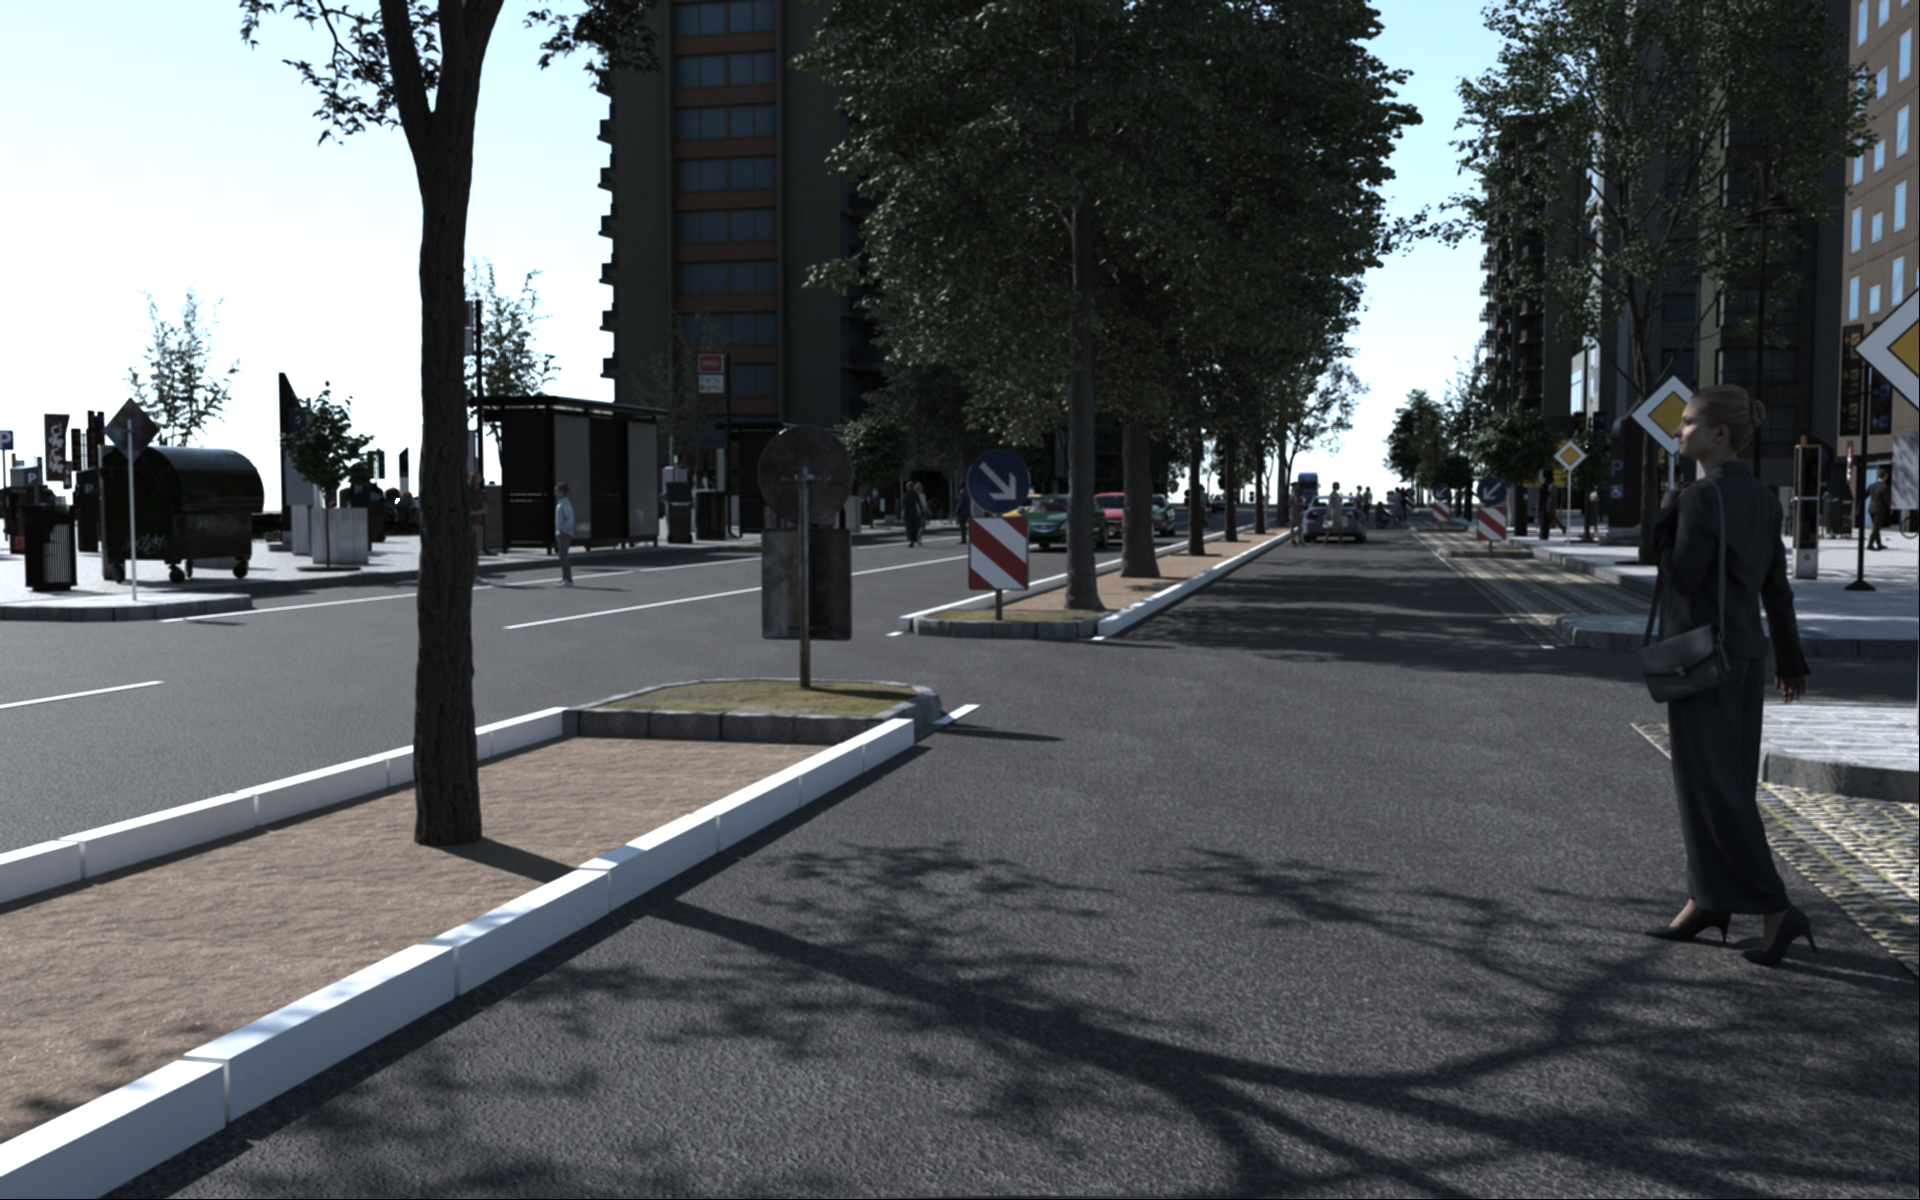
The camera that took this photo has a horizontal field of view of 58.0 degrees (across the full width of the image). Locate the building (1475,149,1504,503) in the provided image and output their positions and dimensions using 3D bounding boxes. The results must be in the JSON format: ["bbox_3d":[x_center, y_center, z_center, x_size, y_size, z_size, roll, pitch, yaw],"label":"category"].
[{"bbox_3d":[79.314,-37.019,224.872,23.786,49.044,30.456,1,4,13],"label":"building"}]

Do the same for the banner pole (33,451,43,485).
[{"bbox_3d":[-53.966,-6.813,101.404,0.401,3.779,0.863,1,4,14],"label":"banner pole"}]

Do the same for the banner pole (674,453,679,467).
[{"bbox_3d":[-15.904,-6.564,97.344,0.401,3.779,0.863,-2,4,-32],"label":"banner pole"}]

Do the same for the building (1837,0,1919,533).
[{"bbox_3d":[38.449,-24.836,56.185,14.600,45.320,14.200,1,4,13],"label":"building"}]

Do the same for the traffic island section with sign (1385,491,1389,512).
[{"bbox_3d":[35.654,-8.055,140.326,1.989,1.847,2.006,1,4,13],"label":"traffic island section with sign"}]

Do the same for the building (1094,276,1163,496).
[{"bbox_3d":[10.660,-33.536,202.934,22.147,44.769,28.867,1,4,13],"label":"building"}]

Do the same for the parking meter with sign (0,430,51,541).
[{"bbox_3d":[-25.287,-3.090,46.786,1.738,3.016,0.543,2,4,28],"label":"parking meter with sign"}]

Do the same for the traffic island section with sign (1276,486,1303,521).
[{"bbox_3d":[17.721,-5.085,91.282,2.006,1.907,1.989,1,4,13],"label":"traffic island section with sign"}]

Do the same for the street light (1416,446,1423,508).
[{"bbox_3d":[46.702,-12.486,176.930,0.468,5.910,1.993,1,4,13],"label":"street light"}]

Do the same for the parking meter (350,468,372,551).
[{"bbox_3d":[-13.442,-2.027,38.845,0.399,1.863,0.255,0,4,5],"label":"parking meter"}]

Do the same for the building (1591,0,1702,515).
[{"bbox_3d":[50.321,-34.477,105.700,21.231,58.520,28.212,1,4,13],"label":"building"}]

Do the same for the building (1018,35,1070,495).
[{"bbox_3d":[2.930,-30.787,153.474,14.600,45.320,14.200,1,4,13],"label":"building"}]

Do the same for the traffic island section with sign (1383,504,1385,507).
[{"bbox_3d":[48.375,-11.364,194.434,1.989,1.847,2.006,1,4,13],"label":"traffic island section with sign"}]

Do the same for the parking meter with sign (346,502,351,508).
[{"bbox_3d":[-33.395,-6.100,96.003,0.543,3.016,1.738,1,4,11],"label":"parking meter with sign"}]

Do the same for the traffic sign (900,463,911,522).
[{"bbox_3d":[-2.353,-4.297,70.359,0.768,2.556,0.104,1,4,20],"label":"traffic sign"}]

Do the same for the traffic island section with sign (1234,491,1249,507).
[{"bbox_3d":[31.721,-11.607,198.402,1.989,1.847,2.006,1,4,13],"label":"traffic island section with sign"}]

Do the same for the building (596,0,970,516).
[{"bbox_3d":[-10.961,-28.023,112.808,22.147,44.769,28.867,1,4,13],"label":"building"}]

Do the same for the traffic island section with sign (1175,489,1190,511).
[{"bbox_3d":[19.031,-8.306,144.426,1.989,1.847,2.006,1,4,13],"label":"traffic island section with sign"}]

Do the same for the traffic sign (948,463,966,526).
[{"bbox_3d":[-0.134,-4.307,70.518,0.768,2.556,0.104,1,4,18],"label":"traffic sign"}]

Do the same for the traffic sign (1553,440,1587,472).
[{"bbox_3d":[14.747,-2.576,41.850,0.795,2.593,0.064,1,4,16],"label":"traffic sign"}]

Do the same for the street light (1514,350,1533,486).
[{"bbox_3d":[18.091,-5.073,55.727,0.468,5.910,1.993,1,4,13],"label":"street light"}]

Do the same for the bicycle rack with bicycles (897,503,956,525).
[{"bbox_3d":[-1.537,-3.652,73.089,2.925,0.926,2.852,-3,5,-45],"label":"bicycle rack with bicycles"}]

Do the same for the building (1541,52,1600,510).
[{"bbox_3d":[57.707,-50.202,133.469,22.319,86.520,31.000,1,4,13],"label":"building"}]

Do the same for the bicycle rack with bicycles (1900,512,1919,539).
[{"bbox_3d":[28.430,-2.200,49.346,2.925,0.926,2.852,1,4,18],"label":"bicycle rack with bicycles"}]

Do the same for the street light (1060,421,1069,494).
[{"bbox_3d":[5.878,-7.577,96.666,0.468,5.910,1.993,1,4,13],"label":"street light"}]

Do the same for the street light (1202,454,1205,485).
[{"bbox_3d":[25.012,-12.579,178.454,0.468,5.910,1.993,1,4,13],"label":"street light"}]

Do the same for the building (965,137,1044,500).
[{"bbox_3d":[-4.139,-42.688,136.208,20.563,71.187,20.611,1,4,13],"label":"building"}]

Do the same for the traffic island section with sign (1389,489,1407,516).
[{"bbox_3d":[29.487,-6.450,114.082,1.989,1.847,2.006,1,4,13],"label":"traffic island section with sign"}]

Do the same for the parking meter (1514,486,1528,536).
[{"bbox_3d":[17.229,-2.737,53.164,0.372,1.533,0.369,0,3,0],"label":"parking meter"}]

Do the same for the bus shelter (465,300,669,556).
[{"bbox_3d":[-9.169,-3.714,38.352,2.179,5.291,8.768,1,4,13],"label":"bus shelter"}]

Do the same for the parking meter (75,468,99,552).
[{"bbox_3d":[-19.402,-2.003,38.466,0.255,1.863,0.399,3,5,40],"label":"parking meter"}]

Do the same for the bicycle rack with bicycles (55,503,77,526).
[{"bbox_3d":[-36.380,-3.412,69.164,2.852,0.926,2.925,1,4,22],"label":"bicycle rack with bicycles"}]

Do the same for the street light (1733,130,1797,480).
[{"bbox_3d":[10.382,-3.039,22.477,0.468,5.910,1.993,1,4,13],"label":"street light"}]

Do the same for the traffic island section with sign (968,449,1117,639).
[{"bbox_3d":[0.536,-0.611,18.127,2.006,1.907,1.989,1,4,13],"label":"traffic island section with sign"}]

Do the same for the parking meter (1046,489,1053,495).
[{"bbox_3d":[4.849,-5.231,93.931,0.372,1.533,0.369,0,3,0],"label":"parking meter"}]

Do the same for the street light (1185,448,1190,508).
[{"bbox_3d":[21.551,-11.668,163.557,0.468,5.910,1.993,1,4,13],"label":"street light"}]

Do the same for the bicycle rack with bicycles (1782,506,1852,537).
[{"bbox_3d":[25.774,-2.399,52.613,2.852,0.926,2.925,1,4,16],"label":"bicycle rack with bicycles"}]

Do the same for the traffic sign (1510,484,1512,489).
[{"bbox_3d":[22.678,-4.356,71.323,0.768,2.556,0.104,1,4,16],"label":"traffic sign"}]

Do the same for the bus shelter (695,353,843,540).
[{"bbox_3d":[-5.828,-4.546,51.960,2.179,5.291,8.768,1,4,13],"label":"bus shelter"}]

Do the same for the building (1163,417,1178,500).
[{"bbox_3d":[17.333,-35.250,230.967,22.147,44.769,28.867,1,4,13],"label":"building"}]

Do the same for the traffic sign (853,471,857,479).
[{"bbox_3d":[-3.987,-3.668,59.969,0.884,2.594,0.081,1,4,16],"label":"traffic sign"}]

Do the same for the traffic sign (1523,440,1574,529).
[{"bbox_3d":[21.642,-4.282,63.878,2.265,3.308,0.079,1,4,14],"label":"traffic sign"}]

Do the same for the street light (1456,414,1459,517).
[{"bbox_3d":[27.845,-7.579,96.709,0.468,5.910,1.993,1,4,13],"label":"street light"}]

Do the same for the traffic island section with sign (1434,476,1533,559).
[{"bbox_3d":[11.908,-1.878,39.335,1.989,1.847,2.006,1,4,13],"label":"traffic island section with sign"}]

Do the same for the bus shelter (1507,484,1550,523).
[{"bbox_3d":[24.801,-4.974,75.255,2.014,3.302,5.546,1,4,13],"label":"bus shelter"}]

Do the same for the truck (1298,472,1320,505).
[{"bbox_3d":[43.309,-13.791,215.237,2.967,4.110,18.799,1,4,12],"label":"truck"}]

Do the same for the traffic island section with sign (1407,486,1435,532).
[{"bbox_3d":[18.073,-3.483,65.578,1.989,1.847,2.006,1,4,13],"label":"traffic island section with sign"}]

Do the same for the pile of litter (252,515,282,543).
[{"bbox_3d":[-18.181,-1.994,46.563,1.719,0.858,1.176,-2,4,-30],"label":"pile of litter"}]

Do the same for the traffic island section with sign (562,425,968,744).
[{"bbox_3d":[-1.169,-0.170,10.918,2.006,1.907,1.989,1,4,13],"label":"traffic island section with sign"}]

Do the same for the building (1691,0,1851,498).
[{"bbox_3d":[40.953,-18.781,78.764,14.160,30.474,14.107,1,4,13],"label":"building"}]

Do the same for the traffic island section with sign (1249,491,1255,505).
[{"bbox_3d":[37.899,-13.212,224.642,1.989,1.847,2.006,1,4,13],"label":"traffic island section with sign"}]

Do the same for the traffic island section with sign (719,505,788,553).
[{"bbox_3d":[-4.754,-2.117,43.246,1.989,1.847,2.006,1,4,13],"label":"traffic island section with sign"}]

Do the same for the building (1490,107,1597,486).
[{"bbox_3d":[71.882,-33.078,195.457,22.147,44.769,28.867,1,4,13],"label":"building"}]

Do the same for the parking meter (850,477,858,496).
[{"bbox_3d":[-3.754,-3.348,60.450,0.255,1.863,0.399,-3,4,-38],"label":"parking meter"}]

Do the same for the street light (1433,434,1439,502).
[{"bbox_3d":[35.788,-9.640,130.407,0.468,5.910,1.993,1,4,13],"label":"street light"}]

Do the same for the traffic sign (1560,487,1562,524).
[{"bbox_3d":[23.311,-4.101,67.155,0.768,2.556,0.104,1,4,22],"label":"traffic sign"}]

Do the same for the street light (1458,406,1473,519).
[{"bbox_3d":[26.113,-7.120,89.199,0.468,5.910,1.993,1,4,13],"label":"street light"}]

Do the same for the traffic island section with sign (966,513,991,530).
[{"bbox_3d":[1.422,-3.722,69.487,1.989,1.847,2.006,1,4,13],"label":"traffic island section with sign"}]
